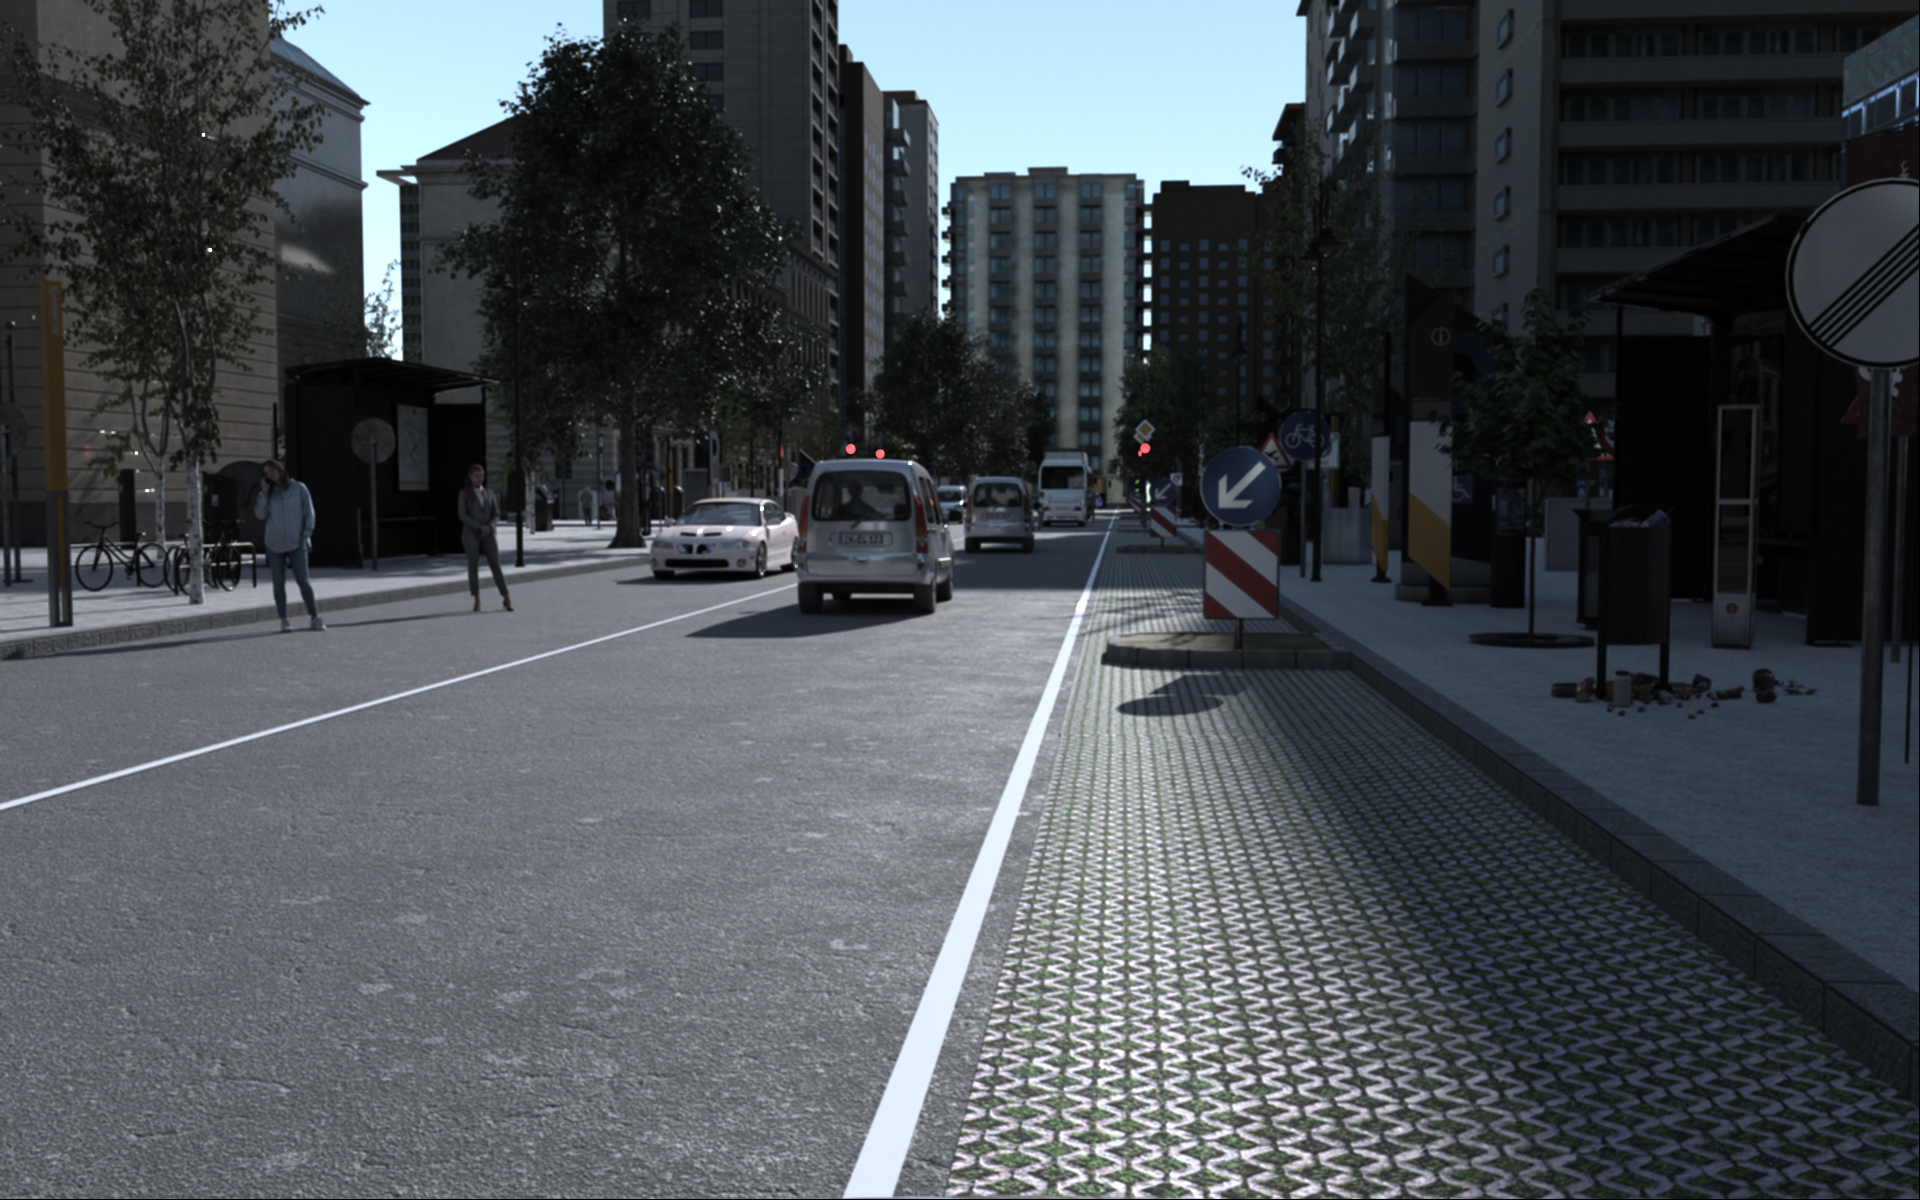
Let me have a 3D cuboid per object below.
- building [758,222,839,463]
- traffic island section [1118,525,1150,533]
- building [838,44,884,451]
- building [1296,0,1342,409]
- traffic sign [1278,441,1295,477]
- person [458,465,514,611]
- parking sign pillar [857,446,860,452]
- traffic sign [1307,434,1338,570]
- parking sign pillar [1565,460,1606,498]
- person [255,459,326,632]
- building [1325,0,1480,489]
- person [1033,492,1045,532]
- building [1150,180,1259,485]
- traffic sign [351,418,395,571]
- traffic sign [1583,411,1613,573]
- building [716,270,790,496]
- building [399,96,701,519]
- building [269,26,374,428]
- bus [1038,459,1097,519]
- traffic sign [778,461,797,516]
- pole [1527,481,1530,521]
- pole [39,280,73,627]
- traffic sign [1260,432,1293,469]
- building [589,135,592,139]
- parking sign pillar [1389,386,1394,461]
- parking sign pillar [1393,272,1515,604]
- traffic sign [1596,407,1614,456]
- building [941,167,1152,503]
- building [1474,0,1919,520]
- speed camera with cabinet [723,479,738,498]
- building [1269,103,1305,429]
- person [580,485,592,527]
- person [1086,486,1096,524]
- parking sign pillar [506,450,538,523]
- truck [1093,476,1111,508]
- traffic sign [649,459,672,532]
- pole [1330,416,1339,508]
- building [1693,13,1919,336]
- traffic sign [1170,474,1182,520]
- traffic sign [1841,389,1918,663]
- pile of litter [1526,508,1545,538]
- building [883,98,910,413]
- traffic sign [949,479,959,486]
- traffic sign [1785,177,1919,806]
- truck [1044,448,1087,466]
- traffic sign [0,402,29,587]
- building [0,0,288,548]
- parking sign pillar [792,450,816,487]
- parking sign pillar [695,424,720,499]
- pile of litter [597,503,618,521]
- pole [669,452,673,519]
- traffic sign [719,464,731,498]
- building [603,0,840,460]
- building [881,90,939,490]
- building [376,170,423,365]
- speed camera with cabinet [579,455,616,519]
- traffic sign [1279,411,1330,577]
[{"bbox_3d":[-16.783,-18.978,139.175,11.050,23.489,19.941,0,4,5],"label":"building"},{"bbox_3d":[6.927,-2.599,64.772,2.009,0.180,2.903,0,4,5],"label":"traffic island section"},{"bbox_3d":[-15.621,-32.260,177.558,14.600,45.320,14.200,0,4,5],"label":"building"},{"bbox_3d":[47.089,-35.039,162.119,28.713,52.752,27.495,0,4,5],"label":"building"},{"bbox_3d":[7.617,-2.524,41.379,0.768,2.556,0.104,1,4,9],"label":"traffic sign"},{"bbox_3d":[-5.803,-0.759,21.176,0.573,1.790,0.520,3,4,37],"label":"person"},{"bbox_3d":[-5.891,-6.482,94.458,1.447,3.967,1.447,2,4,29],"label":"parking sign pillar"},{"bbox_3d":[6.035,-1.645,29.021,0.606,2.300,0.079,1,4,12],"label":"traffic sign"},{"bbox_3d":[22.010,-4.433,60.956,1.447,3.967,1.447,-3,5,-39],"label":"parking sign pillar"},{"bbox_3d":[-6.996,-0.571,18.095,0.793,1.790,0.793,-3,5,-39],"label":"person"},{"bbox_3d":[37.469,-30.569,119.416,23.786,49.044,30.456,0,4,5],"label":"building"},{"bbox_3d":[3.051,-3.338,65.678,0.503,1.515,0.523,3,5,40],"label":"person"},{"bbox_3d":[34.720,-36.667,249.620,14.200,45.320,14.600,0,4,5],"label":"building"},{"bbox_3d":[-9.800,-1.763,28.927,0.768,2.556,0.104,0,4,6],"label":"traffic sign"},{"bbox_3d":[9.873,-1.665,27.234,0.884,2.594,0.081,1,4,11],"label":"traffic sign"},{"bbox_3d":[-18.740,-15.609,119.829,10.561,19.102,19.286,0,4,5],"label":"building"},{"bbox_3d":[-21.982,-16.084,99.134,11.583,22.565,21.152,0,4,5],"label":"building"},{"bbox_3d":[-45.563,-19.061,97.558,20.117,28.700,13.634,0,4,5],"label":"building"},{"bbox_3d":[6.112,-6.309,98.011,2.948,3.499,13.247,0,4,6],"label":"bus"},{"bbox_3d":[-6.560,-4.023,65.883,0.768,2.556,0.104,1,4,12],"label":"traffic sign"},{"bbox_3d":[26.083,-5.246,79.621,0.158,3.312,0.155,0,3,0],"label":"pole"},{"bbox_3d":[-8.708,-1.397,16.681,0.158,3.312,0.155,0,3,0],"label":"pole"},{"bbox_3d":[6.512,-2.218,36.271,0.884,2.594,0.081,1,4,9],"label":"traffic sign"},{"bbox_3d":[-45.492,-43.943,260.462,28.212,58.520,21.231,0,4,5],"label":"building"},{"bbox_3d":[11.269,-3.362,43.446,1.447,3.967,1.447,-3,5,-40],"label":"parking sign pillar"},{"bbox_3d":[5.999,-1.980,20.845,1.447,3.967,1.447,1,4,14],"label":"parking sign pillar"},{"bbox_3d":[9.463,-1.508,24.769,0.768,2.556,0.104,0,4,7],"label":"traffic sign"},{"bbox_3d":[12.914,-38.931,256.125,30.456,49.044,23.786,0,4,5],"label":"building"},{"bbox_3d":[39.384,-28.685,92.699,21.600,48.544,21.300,0,4,5],"label":"building"},{"bbox_3d":[-11.888,-5.862,90.173,0.660,3.252,2.038,-3,5,-44],"label":"speed camera with cabinet"},{"bbox_3d":[45.948,-32.833,191.437,22.147,44.769,28.867,0,4,5],"label":"building"},{"bbox_3d":[-15.567,-3.872,71.988,0.537,1.800,0.526,-2,4,-29],"label":"person"},{"bbox_3d":[6.303,-4.574,83.467,0.537,1.800,0.526,3,5,43],"label":"person"},{"bbox_3d":[-19.573,-5.444,77.477,1.447,3.967,1.447,0,4,-7],"label":"parking sign pillar"},{"bbox_3d":[14.222,-11.488,183.754,3.469,3.379,9.791,0,4,6],"label":"truck"},{"bbox_3d":[-9.845,-3.409,56.928,0.795,2.450,0.064,1,4,10],"label":"traffic sign"},{"bbox_3d":[9.806,-3.150,45.347,0.158,3.312,0.155,0,3,0],"label":"pole"},{"bbox_3d":[30.575,-43.913,30.652,22.319,86.520,31.000,0,4,5],"label":"building"},{"bbox_3d":[10.749,-5.137,86.114,0.606,2.300,0.079,1,4,12],"label":"traffic sign"},{"bbox_3d":[7.130,-0.803,13.125,0.884,2.594,0.081,1,4,12],"label":"traffic sign"},{"bbox_3d":[17.475,-2.291,51.424,1.719,0.858,1.176,-2,4,-34],"label":"pile of litter"},{"bbox_3d":[-21.488,-35.528,200.484,30.456,49.044,23.786,0,4,5],"label":"building"},{"bbox_3d":[-0.381,-6.619,110.346,0.606,2.300,0.079,1,4,10],"label":"traffic sign"},{"bbox_3d":[3.756,-0.427,7.088,0.768,2.556,0.104,1,4,13],"label":"traffic sign"},{"bbox_3d":[6.872,-7.477,111.158,2.839,4.237,11.283,0,4,5],"label":"truck"},{"bbox_3d":[-13.205,-1.458,23.945,0.768,2.556,0.104,1,4,13],"label":"traffic sign"},{"bbox_3d":[-33.222,-15.310,47.575,25.104,27.353,12.463,0,4,5],"label":"building"},{"bbox_3d":[-9.308,-7.151,105.386,1.447,3.967,1.447,2,4,35],"label":"parking sign pillar"},{"bbox_3d":[-7.803,-3.978,53.506,1.447,3.967,1.447,0,4,8],"label":"parking sign pillar"},{"bbox_3d":[-16.787,-4.202,82.666,1.176,0.858,1.719,0,4,6],"label":"pile of litter"},{"bbox_3d":[-12.711,-5.031,76.096,0.158,3.312,0.155,0,3,0],"label":"pole"},{"bbox_3d":[-8.128,-3.498,59.328,0.606,2.300,0.079,1,4,13],"label":"traffic sign"},{"bbox_3d":[-19.828,-44.126,159.712,20.563,71.187,20.611,0,4,5],"label":"building"},{"bbox_3d":[-17.482,-43.730,256.987,28.212,58.520,21.231,0,4,5],"label":"building"},{"bbox_3d":[-49.035,-31.053,199.600,23.993,40.220,32.217,0,4,5],"label":"building"},{"bbox_3d":[-18.340,-5.733,88.063,2.038,3.252,0.660,1,4,13],"label":"speed camera with cabinet"},{"bbox_3d":[5.281,-1.620,26.601,0.768,2.556,0.104,0,4,6],"label":"traffic sign"}]
